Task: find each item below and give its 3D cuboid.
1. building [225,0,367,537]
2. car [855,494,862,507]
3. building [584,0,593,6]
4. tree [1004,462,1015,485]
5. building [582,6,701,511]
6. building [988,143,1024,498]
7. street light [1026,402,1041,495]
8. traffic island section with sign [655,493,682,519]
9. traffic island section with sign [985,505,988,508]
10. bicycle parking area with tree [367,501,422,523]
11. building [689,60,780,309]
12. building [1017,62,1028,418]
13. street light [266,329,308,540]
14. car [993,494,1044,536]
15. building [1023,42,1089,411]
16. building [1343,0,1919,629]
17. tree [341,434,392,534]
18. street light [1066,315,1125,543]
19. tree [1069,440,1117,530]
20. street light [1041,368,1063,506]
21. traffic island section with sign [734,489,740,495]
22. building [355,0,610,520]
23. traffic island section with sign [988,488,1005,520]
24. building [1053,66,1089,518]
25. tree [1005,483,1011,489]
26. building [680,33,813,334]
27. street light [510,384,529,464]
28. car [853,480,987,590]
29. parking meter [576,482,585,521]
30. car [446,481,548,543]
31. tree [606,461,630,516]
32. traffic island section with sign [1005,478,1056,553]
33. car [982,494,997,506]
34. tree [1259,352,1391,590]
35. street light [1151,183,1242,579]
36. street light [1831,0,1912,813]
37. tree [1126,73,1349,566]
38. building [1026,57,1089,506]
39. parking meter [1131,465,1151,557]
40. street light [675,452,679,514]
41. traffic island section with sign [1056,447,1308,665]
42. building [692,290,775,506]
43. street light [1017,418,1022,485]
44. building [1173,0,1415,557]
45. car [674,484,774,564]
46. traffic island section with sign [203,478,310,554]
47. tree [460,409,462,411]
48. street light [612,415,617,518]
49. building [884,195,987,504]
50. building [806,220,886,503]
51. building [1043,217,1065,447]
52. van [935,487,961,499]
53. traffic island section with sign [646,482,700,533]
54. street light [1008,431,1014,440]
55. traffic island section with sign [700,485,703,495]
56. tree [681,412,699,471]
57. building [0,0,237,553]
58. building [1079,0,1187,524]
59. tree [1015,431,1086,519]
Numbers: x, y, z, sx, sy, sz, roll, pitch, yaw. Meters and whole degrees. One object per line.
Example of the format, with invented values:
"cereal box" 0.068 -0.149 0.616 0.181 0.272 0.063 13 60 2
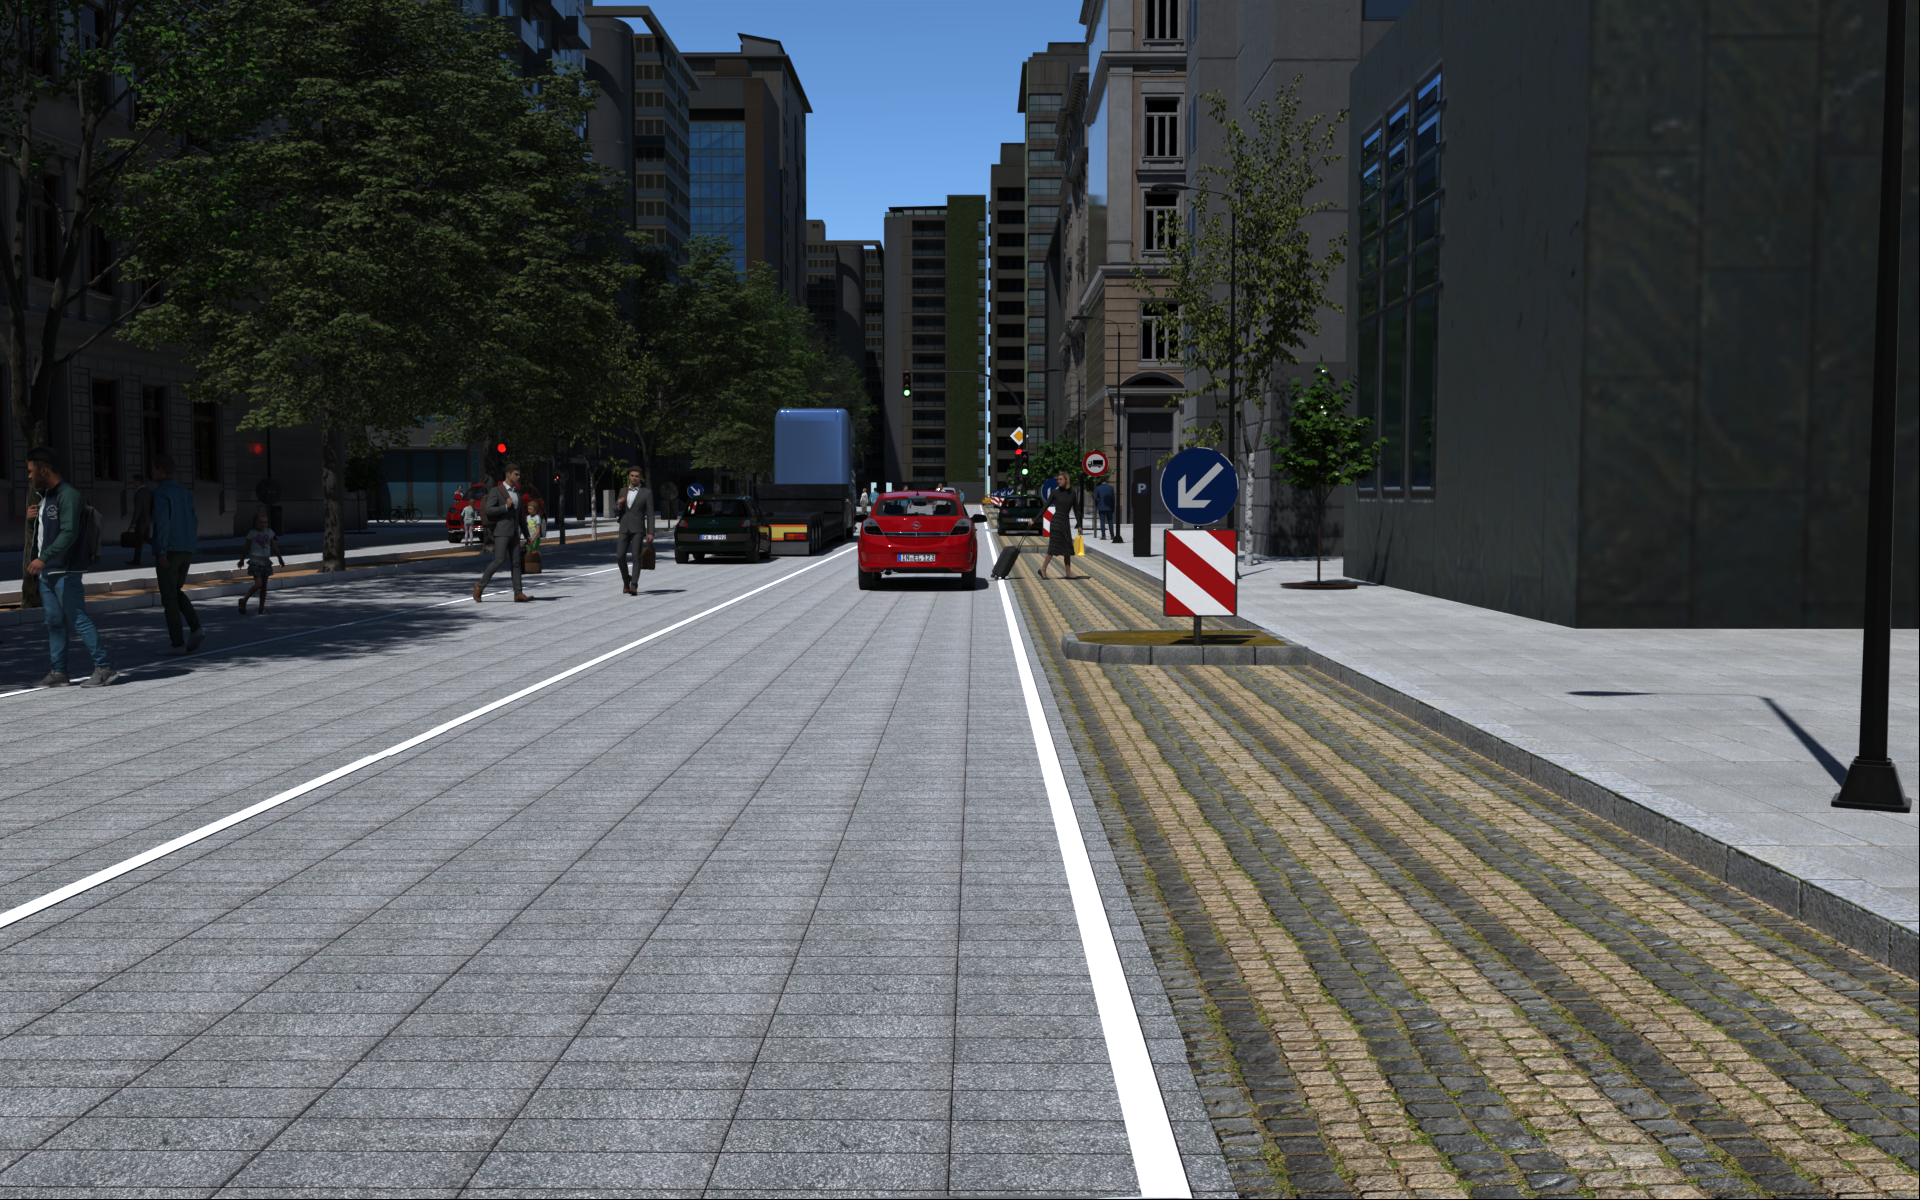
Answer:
"building" -33.629 -15.846 56.350 25.104 27.353 12.463 0 4 1
"car" -11.962 -11.304 194.610 2.009 1.686 4.222 0 4 2
"building" -56.611 -47.311 211.786 20.611 71.187 20.563 0 4 1
"tree" 5.509 -10.250 151.306 4.285 4.588 4.351 0 3 0
"building" -34.178 -27.078 134.604 32.217 40.220 23.993 0 4 1
"building" 14.736 -37.800 241.735 21.600 48.544 21.300 0 4 1
"street light" 4.149 -7.016 87.246 1.470 5.913 1.316 0 4 1
"traffic island section with sign" -16.285 -5.458 97.868 1.989 1.847 2.006 0 4 1
"traffic island section with sign" 3.003 -7.059 124.039 1.989 1.847 2.006 0 4 1
"bicycle parking area with tree" -29.358 -5.508 77.060 8.231 4.147 9.016 3 4 39
"building" -26.697 -32.608 183.247 14.600 45.320 14.200 0 4 1
"building" 21.507 -37.827 207.709 28.713 52.752 27.495 0 4 1
"street light" -18.559 -4.604 47.811 1.470 5.913 1.316 0 4 1
"car" 2.174 -3.090 60.312 2.009 1.686 4.222 0 4 0
"building" 17.974 -34.231 183.370 21.300 48.544 21.600 0 4 1
"building" 16.969 -42.573 8.747 22.319 86.520 31.000 0 4 1
"tree" -19.412 -3.737 55.704 1.663 3.219 1.824 0 3 0
"street light" 3.582 -4.435 45.047 1.470 5.913 1.316 0 4 1
"tree" 4.752 -4.129 62.117 1.663 3.219 1.824 0 3 0
"street light" 3.859 -5.599 64.081 1.470 5.913 1.316 0 4 1
"traffic island section with sign" -16.000 -7.143 125.419 1.989 1.847 2.006 0 4 1
"building" -33.344 -29.148 96.184 23.786 49.044 30.456 0 4 1
"traffic island section with sign" 2.734 -5.410 97.085 1.989 1.847 2.006 0 4 1
"building" 12.950 -19.344 103.658 14.401 28.519 23.554 0 4 1
"tree" 5.436 -11.283 179.070 1.663 3.219 1.824 0 3 0
"building" -32.605 -37.814 207.497 27.495 52.752 28.713 0 4 1
"street light" -18.331 -6.132 72.804 1.470 5.913 1.316 0 4 1
"car" -0.638 -1.122 27.393 2.155 1.783 4.494 0 3 0
"parking meter" -18.416 -4.797 84.144 0.399 1.863 0.255 -2 4 -27
"car" -13.923 -2.667 52.278 2.281 1.827 5.304 0 3 0
"tree" -19.736 -6.478 100.513 1.663 3.219 1.824 0 3 0
"traffic island section with sign" 2.189 -2.067 42.422 1.989 1.847 2.006 0 4 1
"car" 3.660 -12.462 213.983 2.015 1.641 3.980 0 4 3
"tree" 4.785 -1.768 23.515 1.663 3.219 1.824 0 3 0
"street light" 3.546 -3.270 26.011 1.470 5.913 1.316 0 4 1
"street light" 3.219 -2.106 6.975 1.470 5.913 1.316 0 4 1
"tree" 5.139 -4.931 30.989 4.737 8.622 4.395 0 3 0
"building" 13.306 -29.495 165.829 14.154 41.232 14.086 0 4 1
"parking meter" 3.693 -1.810 35.312 0.399 1.863 0.255 0 4 7
"street light" -17.808 -8.516 111.785 1.470 5.913 1.316 0 4 1
"traffic island section with sign" 1.916 -0.411 15.346 1.989 1.847 2.006 0 4 1
"building" -32.505 -19.406 162.327 27.650 21.520 28.899 0 4 1
"street light" 4.224 -8.180 106.282 1.470 5.913 1.316 0 4 1
"building" 16.951 -30.918 47.511 21.231 58.520 28.212 0 4 1
"car" -5.028 -1.667 37.047 2.009 1.686 4.222 0 4 -1
"traffic island section with sign" -16.838 -2.025 41.733 1.989 1.847 2.006 0 4 1
"tree" -20.208 -7.751 77.099 4.360 8.622 3.978 0 3 0
"street light" -18.049 -7.352 92.751 1.470 5.913 1.316 0 4 1
"building" -3.331 -33.958 238.806 14.086 41.232 14.154 0 4 1
"building" -22.279 -34.019 248.094 23.993 40.220 32.217 0 4 1
"building" 13.930 -19.071 130.875 14.314 24.678 30.058 0 4 1
"van" -0.952 -6.405 111.734 2.013 2.044 4.112 0 4 -1
"traffic island section with sign" -10.970 -3.453 64.594 2.006 1.907 1.989 0 4 1
"street light" 4.433 -9.432 126.749 1.470 5.913 1.316 0 4 1
"traffic island section with sign" -10.886 -3.906 72.001 2.006 1.907 1.989 0 4 1
"tree" -19.443 -10.142 116.192 4.737 8.622 4.395 0 3 0
"building" -25.939 -12.435 39.466 11.583 22.565 21.152 0 4 1
"building" 15.823 -17.915 78.812 20.117 28.700 13.634 0 4 1
"tree" 5.252 -6.505 90.063 4.285 4.588 4.351 0 3 0
